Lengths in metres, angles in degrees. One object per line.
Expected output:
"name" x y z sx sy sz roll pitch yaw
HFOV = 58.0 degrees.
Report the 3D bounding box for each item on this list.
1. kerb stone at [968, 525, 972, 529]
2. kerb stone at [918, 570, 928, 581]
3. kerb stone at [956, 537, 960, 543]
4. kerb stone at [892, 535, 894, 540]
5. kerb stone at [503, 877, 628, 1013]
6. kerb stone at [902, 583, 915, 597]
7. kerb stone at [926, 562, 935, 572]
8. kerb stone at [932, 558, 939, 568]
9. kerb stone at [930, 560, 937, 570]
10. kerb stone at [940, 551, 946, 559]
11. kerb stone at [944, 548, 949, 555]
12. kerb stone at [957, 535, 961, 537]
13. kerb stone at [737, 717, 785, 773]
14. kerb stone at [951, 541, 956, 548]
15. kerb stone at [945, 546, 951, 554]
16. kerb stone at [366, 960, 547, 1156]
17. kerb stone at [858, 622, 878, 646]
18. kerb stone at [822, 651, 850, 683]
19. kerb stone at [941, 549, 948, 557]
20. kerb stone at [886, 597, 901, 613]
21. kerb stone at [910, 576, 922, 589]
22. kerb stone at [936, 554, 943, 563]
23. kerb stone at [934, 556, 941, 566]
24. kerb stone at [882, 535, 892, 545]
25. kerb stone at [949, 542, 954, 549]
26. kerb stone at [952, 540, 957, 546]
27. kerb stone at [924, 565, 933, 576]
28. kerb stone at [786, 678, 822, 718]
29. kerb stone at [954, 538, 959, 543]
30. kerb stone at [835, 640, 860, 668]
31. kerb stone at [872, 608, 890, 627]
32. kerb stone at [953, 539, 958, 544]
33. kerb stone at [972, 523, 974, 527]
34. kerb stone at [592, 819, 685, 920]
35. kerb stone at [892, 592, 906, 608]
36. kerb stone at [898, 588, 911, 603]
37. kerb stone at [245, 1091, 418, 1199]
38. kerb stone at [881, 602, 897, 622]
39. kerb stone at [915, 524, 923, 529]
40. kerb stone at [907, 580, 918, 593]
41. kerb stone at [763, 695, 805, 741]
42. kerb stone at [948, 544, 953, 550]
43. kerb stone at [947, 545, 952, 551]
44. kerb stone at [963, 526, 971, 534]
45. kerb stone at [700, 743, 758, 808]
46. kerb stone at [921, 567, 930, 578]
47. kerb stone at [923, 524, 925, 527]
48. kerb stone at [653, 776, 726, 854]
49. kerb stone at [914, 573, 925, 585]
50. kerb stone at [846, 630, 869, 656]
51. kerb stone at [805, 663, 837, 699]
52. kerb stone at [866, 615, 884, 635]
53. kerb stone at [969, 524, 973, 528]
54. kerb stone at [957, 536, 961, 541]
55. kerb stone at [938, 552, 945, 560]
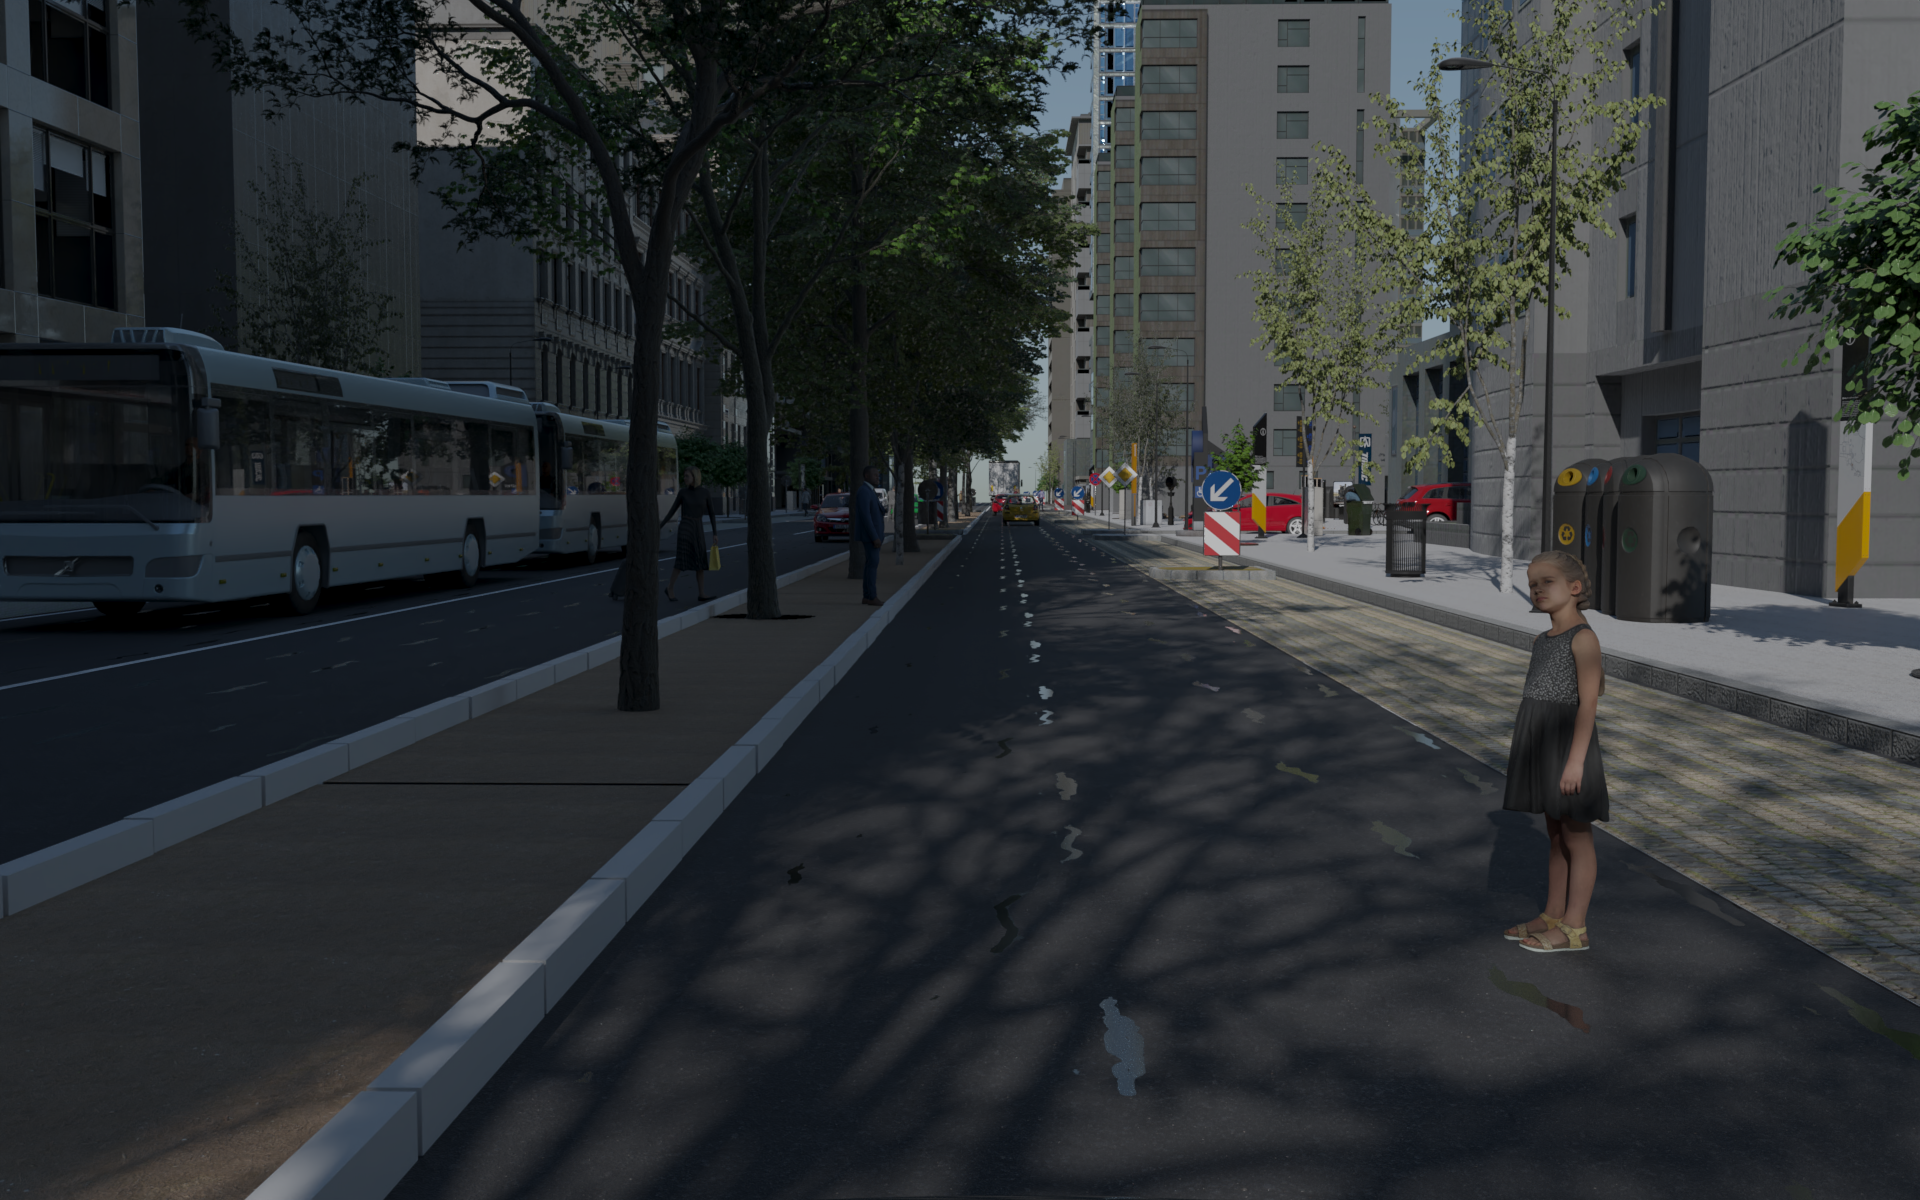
"kerb stone" 0.284 -2.696 66.274 0.120 0.150 1.000 0 4 1
"kerb stone" -0.638 -0.341 27.835 0.120 0.150 1.000 0 4 1
"kerb stone" -0.143 -1.599 48.340 0.120 0.150 1.000 0 4 1
"kerb stone" -2.149 -1.853 52.487 0.120 0.150 1.000 0 4 1
"kerb stone" -1.187 1.035 5.268 0.120 0.150 1.000 0 4 1
"kerb stone" -0.739 -0.093 23.730 0.120 0.150 1.000 0 4 1
"kerb stone" -0.565 -0.533 30.913 0.120 0.150 1.000 0 4 1
"kerb stone" -0.518 -0.659 32.965 0.120 0.150 1.000 0 4 1
"kerb stone" -0.550 -0.593 31.935 0.120 0.150 1.000 0 4 1
"kerb stone" -0.427 -0.907 37.069 0.120 0.150 1.000 0 4 1
"kerb stone" -0.375 -1.032 39.113 0.120 0.150 1.000 0 4 1
"kerb stone" -0.100 -1.724 50.385 0.120 0.150 1.000 0 4 1
"kerb stone" -1.083 0.784 9.377 0.120 0.150 1.000 0 4 1
"kerb stone" -0.246 -1.349 44.245 0.120 0.150 1.000 0 4 1
"kerb stone" -0.350 -1.097 40.135 0.120 0.150 1.000 0 4 1
"kerb stone" -1.211 1.098 4.246 0.120 0.150 1.000 0 4 1
"kerb stone" -0.905 0.345 16.556 0.120 0.150 1.000 0 4 1
"kerb stone" -0.981 0.534 13.472 0.120 0.150 1.000 0 4 1
"kerb stone" -0.388 -0.967 38.091 0.120 0.150 1.000 0 4 1
"kerb stone" -0.820 0.094 20.662 0.120 0.150 1.000 0 4 1
"kerb stone" -0.692 -0.219 25.783 0.120 0.150 1.000 0 4 1
"kerb stone" -0.463 -0.784 35.021 0.120 0.150 1.000 0 4 1
"kerb stone" -0.492 -0.720 33.995 0.120 0.150 1.000 0 4 1
"kerb stone" -2.174 -1.790 51.463 0.120 0.150 1.000 0 4 1
"kerb stone" -0.277 -1.284 43.219 0.120 0.150 1.000 0 4 1
"kerb stone" -0.222 -1.411 45.267 0.120 0.150 1.000 0 4 1
"kerb stone" -0.589 -0.470 29.885 0.120 0.150 1.000 0 4 1
"kerb stone" -1.043 0.659 11.424 0.120 0.150 1.000 0 4 1
"kerb stone" -0.173 -1.536 47.318 0.120 0.150 1.000 0 4 1
"kerb stone" -0.959 0.471 14.501 0.120 0.150 1.000 0 4 1
"kerb stone" -0.870 0.219 18.618 0.120 0.150 1.000 0 4 1
"kerb stone" -0.199 -1.474 46.296 0.120 0.150 1.000 0 4 1
"kerb stone" 0.387 -2.946 70.380 0.120 0.150 1.000 0 4 1
"kerb stone" -1.162 0.973 6.292 0.120 0.150 1.000 0 4 1
"kerb stone" -0.793 0.032 21.684 0.120 0.150 1.000 0 4 1
"kerb stone" -0.769 -0.026 22.706 0.120 0.150 1.000 0 4 1
"kerb stone" -1.238 1.160 3.224 0.120 0.150 1.000 0 4 1
"kerb stone" -0.835 0.160 19.640 0.120 0.150 1.000 0 4 1
"kerb stone" -1.693 -3.014 71.476 0.120 0.150 1.000 0 4 1
"kerb stone" -0.714 -0.154 24.757 0.120 0.150 1.000 0 4 1
"kerb stone" -1.065 0.721 10.399 0.120 0.150 1.000 0 4 1
"kerb stone" -0.296 -1.220 42.187 0.120 0.150 1.000 0 4 1
"kerb stone" -0.317 -1.160 41.165 0.120 0.150 1.000 0 4 1
"kerb stone" 0.255 -2.627 65.253 0.120 0.150 1.000 0 4 1
"kerb stone" -1.117 0.850 8.349 0.120 0.150 1.000 0 4 1
"kerb stone" -0.616 -0.404 28.857 0.120 0.150 1.000 0 4 1
"kerb stone" -1.665 -3.077 72.509 0.120 0.150 1.000 0 4 1
"kerb stone" -1.141 0.910 7.317 0.120 0.150 1.000 0 4 1
"kerb stone" -0.670 -0.282 26.813 0.120 0.150 1.000 0 4 1
"kerb stone" -0.937 0.408 15.530 0.120 0.150 1.000 0 4 1
"kerb stone" -1.014 0.596 12.447 0.120 0.150 1.000 0 4 1
"kerb stone" -0.889 0.289 17.581 0.120 0.150 1.000 0 4 1
"kerb stone" 0.335 -2.818 68.321 0.120 0.150 1.000 0 4 1
"kerb stone" -0.128 -1.662 49.362 0.120 0.150 1.000 0 4 1
"kerb stone" -0.446 -0.847 36.047 0.120 0.150 1.000 0 4 1
